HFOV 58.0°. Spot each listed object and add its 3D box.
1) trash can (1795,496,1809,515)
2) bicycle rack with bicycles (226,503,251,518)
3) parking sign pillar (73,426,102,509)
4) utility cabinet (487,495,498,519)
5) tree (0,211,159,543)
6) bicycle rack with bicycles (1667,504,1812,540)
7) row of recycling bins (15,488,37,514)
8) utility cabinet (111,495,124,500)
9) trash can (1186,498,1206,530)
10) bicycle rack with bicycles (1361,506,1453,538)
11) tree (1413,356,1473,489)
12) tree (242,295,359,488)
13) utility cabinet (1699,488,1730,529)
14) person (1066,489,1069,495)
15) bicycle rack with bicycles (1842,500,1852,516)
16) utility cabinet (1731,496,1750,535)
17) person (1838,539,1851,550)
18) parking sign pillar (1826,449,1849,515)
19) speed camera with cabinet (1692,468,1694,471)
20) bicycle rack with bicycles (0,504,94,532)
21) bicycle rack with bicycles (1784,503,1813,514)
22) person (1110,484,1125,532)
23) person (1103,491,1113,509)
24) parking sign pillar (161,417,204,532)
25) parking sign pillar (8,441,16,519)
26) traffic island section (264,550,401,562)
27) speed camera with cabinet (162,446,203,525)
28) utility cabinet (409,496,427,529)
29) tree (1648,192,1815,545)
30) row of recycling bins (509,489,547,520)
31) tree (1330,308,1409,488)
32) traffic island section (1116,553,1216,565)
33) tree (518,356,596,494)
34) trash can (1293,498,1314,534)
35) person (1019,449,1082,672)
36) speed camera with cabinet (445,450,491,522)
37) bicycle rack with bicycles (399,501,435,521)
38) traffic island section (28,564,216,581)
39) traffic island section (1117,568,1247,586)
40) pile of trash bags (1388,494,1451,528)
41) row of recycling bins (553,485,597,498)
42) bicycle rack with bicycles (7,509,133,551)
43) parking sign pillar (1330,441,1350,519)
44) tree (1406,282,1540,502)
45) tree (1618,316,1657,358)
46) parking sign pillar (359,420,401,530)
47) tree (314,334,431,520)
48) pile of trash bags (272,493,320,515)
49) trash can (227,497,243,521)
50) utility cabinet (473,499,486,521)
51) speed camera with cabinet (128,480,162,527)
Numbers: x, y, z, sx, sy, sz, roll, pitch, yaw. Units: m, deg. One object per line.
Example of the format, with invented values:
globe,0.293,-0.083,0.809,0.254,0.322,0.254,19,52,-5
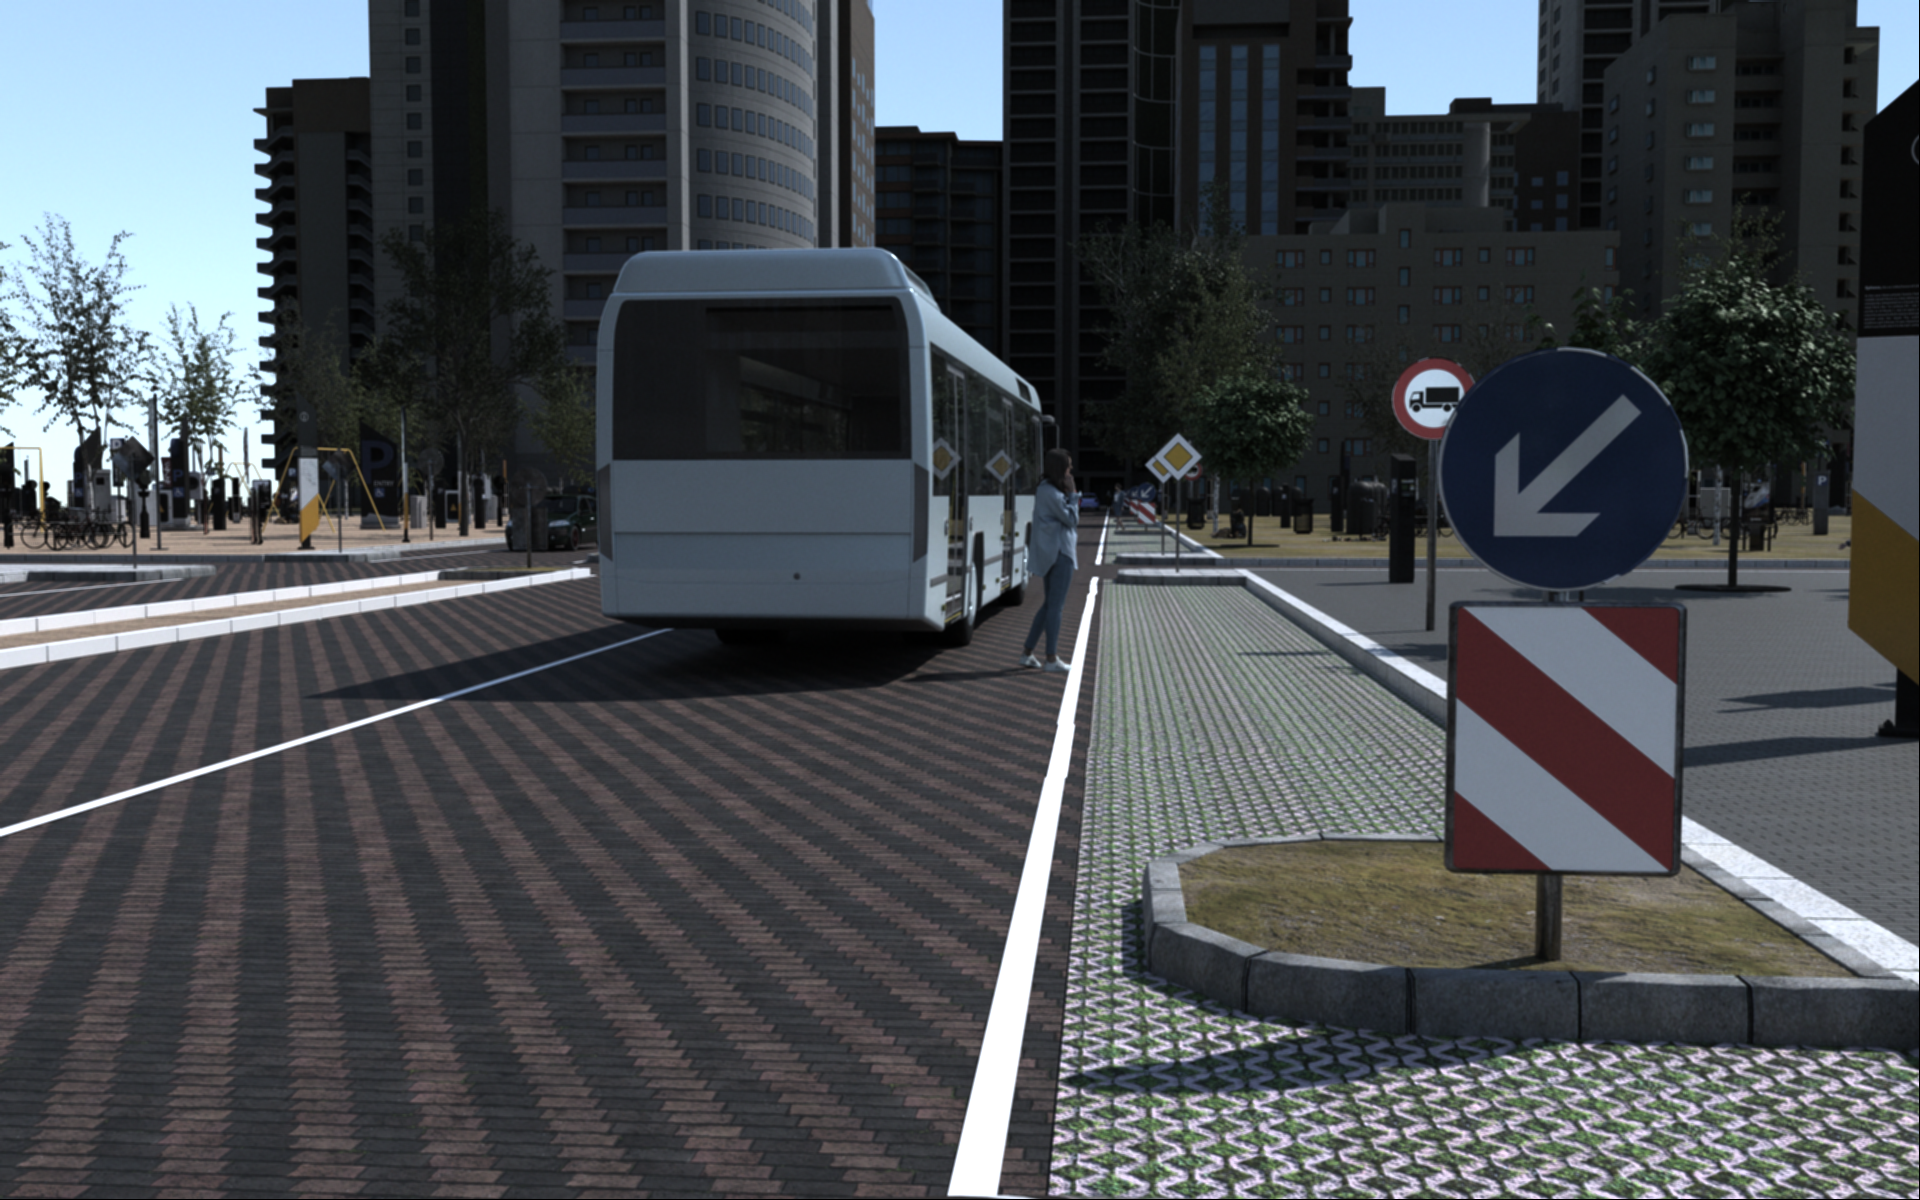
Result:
trash can,51.320,-5.745,105.581,0.748,1.137,0.748,0,3,0
bicycle rack with bicycles,-39.044,-4.956,94.419,2.925,0.926,2.852,-3,5,-41
parking sign pillar,-34.358,-4.879,68.241,1.447,3.967,1.447,0,4,5
utility cabinet,-23.830,-4.697,87.951,0.306,1.237,1.020,-3,5,-42
tree,-22.856,-5.796,45.130,4.360,8.622,3.978,0,3,0
bicycle rack with bicycles,22.087,-2.215,49.593,2.852,0.926,2.925,-2,4,-32
row of recycling bins,-59.645,-6.216,108.749,1.069,1.692,3.534,2,4,24
utility cabinet,-51.093,-5.718,104.656,1.020,1.237,0.306,0,4,-1
trash can,8.550,-3.127,62.773,0.748,1.137,0.748,0,3,0
bicycle rack with bicycles,13.370,-2.352,51.834,2.925,0.926,2.852,0,4,-4
tree,25.779,-8.690,92.447,4.737,8.622,4.395,0,3,0
tree,-24.049,-6.935,63.753,4.360,8.622,3.978,0,3,0
utility cabinet,27.646,-3.356,63.556,1.173,1.500,0.318,3,5,42
person,5.893,-5.259,94.587,0.391,1.810,0.635,-1,4,-18
bicycle rack with bicycles,52.085,-5.279,99.698,2.852,0.926,2.925,3,5,42
utility cabinet,24.561,-2.639,54.303,1.020,1.237,0.306,-3,4,-37
person,16.922,-1.103,32.027,0.738,1.151,1.012,-3,4,-36
parking sign pillar,52.991,-7.103,104.602,1.447,3.967,1.447,-1,4,-21
speed camera with cabinet,42.447,-6.542,101.305,0.660,3.252,2.038,0,4,8
bicycle rack with bicycles,-34.296,-3.148,64.852,2.925,0.926,2.852,-1,4,-21
bicycle rack with bicycles,33.995,-3.586,72.015,2.925,0.926,2.852,1,4,22
person,5.929,-3.417,64.395,0.654,1.822,0.581,-2,4,-28
person,13.847,-9.349,162.080,1.217,1.736,0.721,-3,4,-37
parking sign pillar,-26.950,-4.368,59.882,1.447,3.967,1.447,-1,4,-17
parking sign pillar,-48.907,-6.101,88.225,1.447,3.967,1.447,-3,4,-38
traffic island section,-13.553,-0.951,37.827,2.009,0.180,2.903,0,4,5
speed camera with cabinet,-32.262,-4.703,71.232,2.038,3.252,0.660,-1,4,-11
utility cabinet,-20.191,-3.268,64.600,0.306,1.237,1.020,0,4,2
tree,19.217,-5.693,43.443,4.737,8.622,4.395,0,3,0
row of recycling bins,-14.968,-3.214,59.660,1.069,1.692,3.534,-1,4,-17
tree,16.951,-7.282,69.420,4.360,8.622,3.978,0,3,0
traffic island section,4.270,-0.856,36.269,2.009,0.180,2.903,0,4,5
tree,-20.059,-8.356,86.983,4.737,8.622,4.395,0,3,0
trash can,11.069,-2.702,55.833,0.748,1.137,0.748,0,3,0
person,0.725,-0.320,14.003,0.793,1.790,0.793,-3,5,-43
speed camera with cabinet,-22.242,-5.129,78.187,2.038,3.252,0.660,1,4,13
bicycle rack with bicycles,-25.973,-4.289,83.505,2.925,0.926,2.852,-2,4,-24
traffic island section,-14.249,-0.464,29.872,2.009,0.180,2.903,0,4,5
traffic island section,3.574,-0.369,28.314,2.009,0.180,2.903,0,4,5
pile of trash bags,16.881,-3.418,65.630,3.447,1.369,1.912,-2,4,-24
row of recycling bins,-16.729,-4.402,79.082,1.069,1.692,3.534,3,4,36
bicycle rack with bicycles,-20.807,-1.676,40.786,2.852,0.926,2.925,2,4,30
parking sign pillar,19.802,-6.162,89.220,1.447,3.967,1.447,1,4,10
tree,18.077,-6.671,59.439,4.360,8.622,3.978,0,3,0
tree,27.716,-7.343,70.415,4.360,8.622,3.978,0,3,0
parking sign pillar,-21.168,-4.566,63.121,1.447,3.967,1.447,-1,4,-16
tree,-25.817,-7.855,78.796,4.737,8.622,4.395,0,3,0
pile of trash bags,-41.718,-6.031,108.359,3.447,1.369,1.912,2,4,27
trash can,-34.627,-4.348,82.737,0.748,1.137,0.748,0,3,0
utility cabinet,-22.614,-4.455,81.520,0.318,1.500,1.173,-2,4,-29
speed camera with cabinet,-32.413,-4.546,68.665,0.660,3.252,2.038,-3,4,-39
